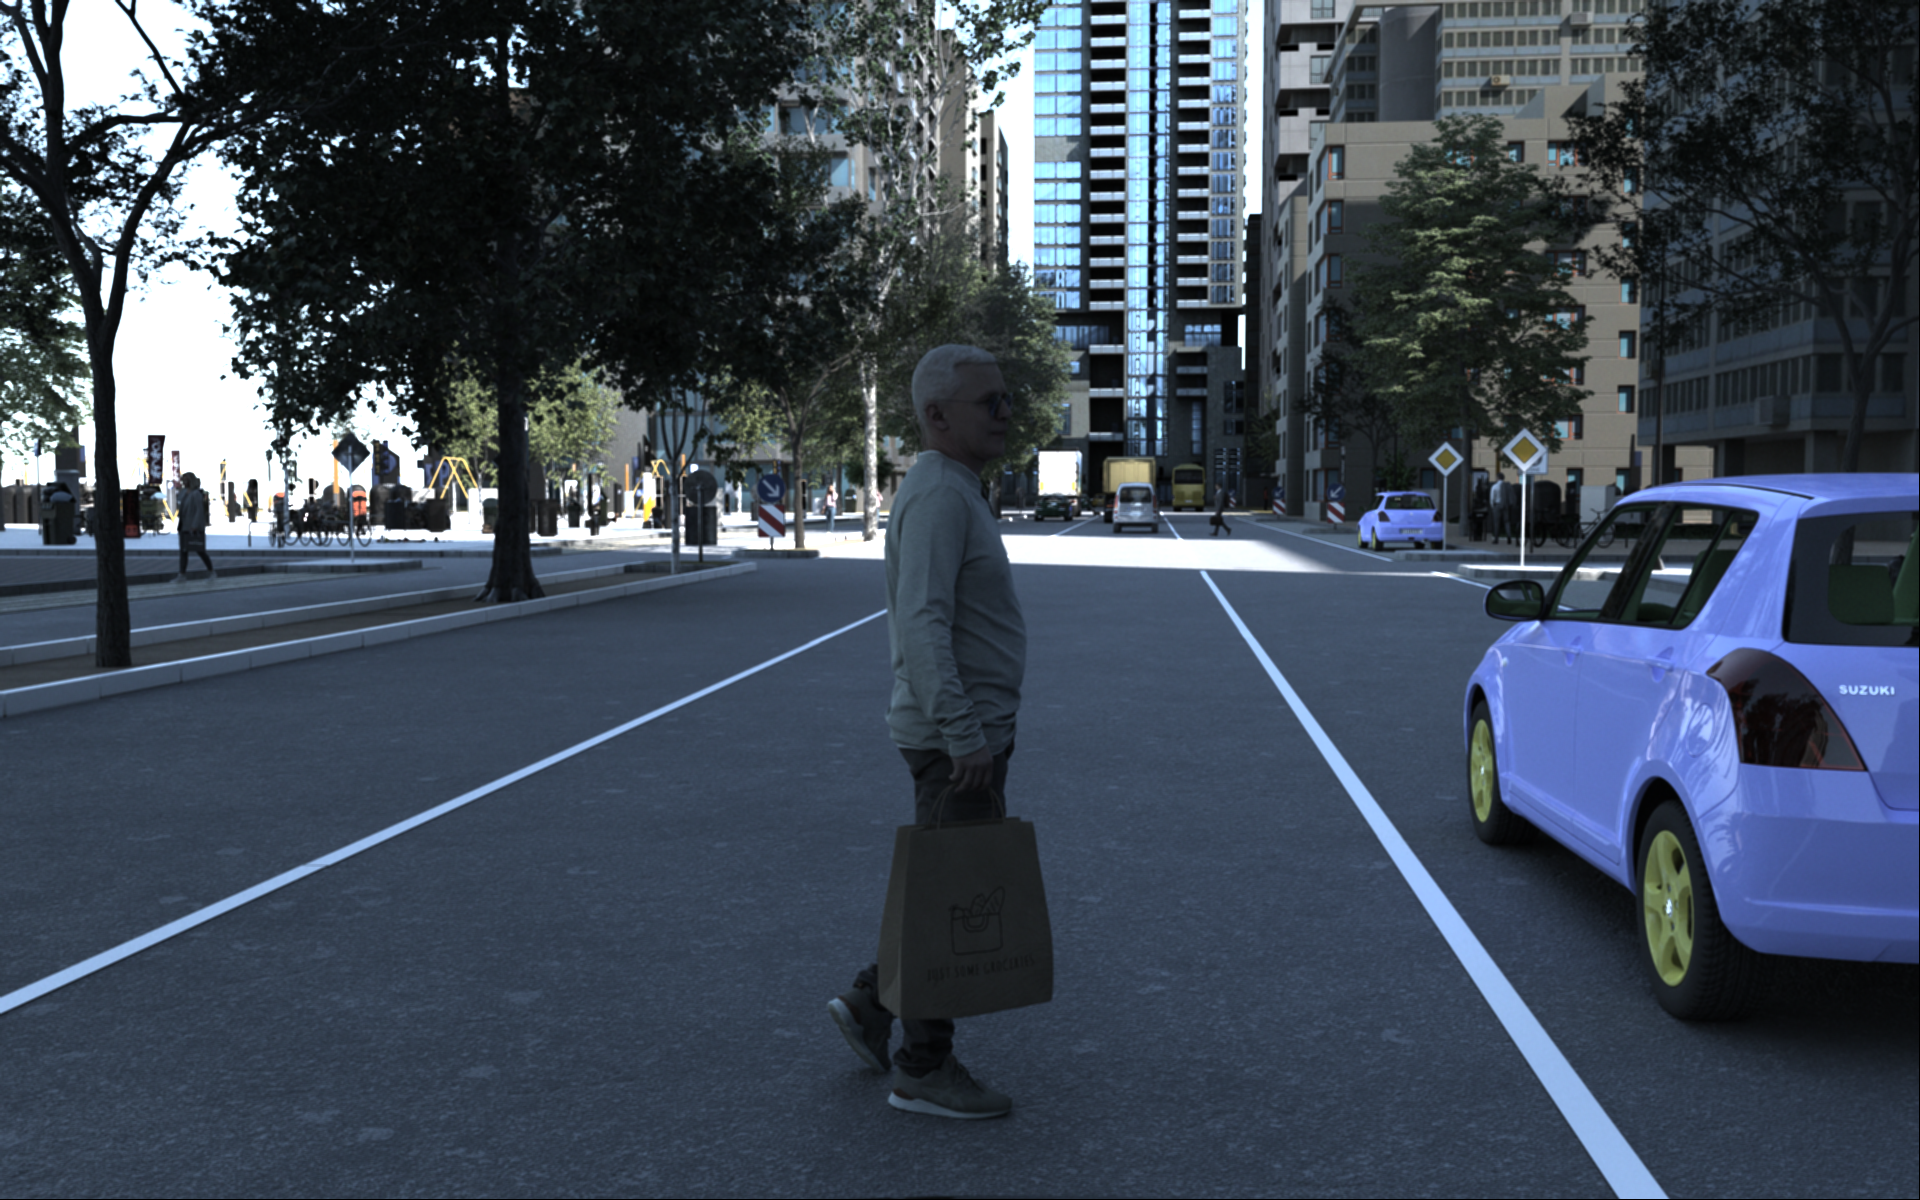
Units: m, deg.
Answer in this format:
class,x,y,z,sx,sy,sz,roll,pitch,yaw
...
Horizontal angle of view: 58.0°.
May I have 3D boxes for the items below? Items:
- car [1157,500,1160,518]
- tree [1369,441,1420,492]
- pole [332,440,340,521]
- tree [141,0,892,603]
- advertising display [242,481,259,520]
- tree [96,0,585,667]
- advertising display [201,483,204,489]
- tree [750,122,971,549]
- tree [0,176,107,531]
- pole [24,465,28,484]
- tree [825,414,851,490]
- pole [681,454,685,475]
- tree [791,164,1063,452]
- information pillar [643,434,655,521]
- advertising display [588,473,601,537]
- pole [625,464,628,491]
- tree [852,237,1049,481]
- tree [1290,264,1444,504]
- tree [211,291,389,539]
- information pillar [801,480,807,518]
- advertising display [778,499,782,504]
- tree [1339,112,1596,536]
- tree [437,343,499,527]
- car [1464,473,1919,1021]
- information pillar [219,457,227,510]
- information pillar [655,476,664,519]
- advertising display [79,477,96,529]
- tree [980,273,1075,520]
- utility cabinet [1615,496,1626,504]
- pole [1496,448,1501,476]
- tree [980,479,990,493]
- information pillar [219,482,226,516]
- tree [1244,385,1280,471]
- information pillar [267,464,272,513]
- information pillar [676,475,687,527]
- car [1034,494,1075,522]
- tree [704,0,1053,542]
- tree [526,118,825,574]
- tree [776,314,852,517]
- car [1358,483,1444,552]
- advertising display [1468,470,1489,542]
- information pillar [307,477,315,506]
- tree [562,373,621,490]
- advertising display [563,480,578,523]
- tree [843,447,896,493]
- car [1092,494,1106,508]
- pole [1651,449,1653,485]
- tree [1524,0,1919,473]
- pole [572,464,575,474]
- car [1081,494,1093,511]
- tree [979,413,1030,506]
class,x,y,z,sx,sy,sz,roll,pitch,yaw
car,11.037,-5.620,103.690,2.131,1.459,4.920,0,4,6
tree,15.915,-4.171,62.791,1.663,3.219,1.824,0,3,0
pole,-23.588,-4.382,65.487,0.158,3.312,0.155,0,3,0
tree,-5.970,-6.328,22.935,9.611,12.733,9.660,0,3,0
advertising display,-35.633,-5.001,86.982,0.974,1.923,0.123,1,4,22
tree,-6.949,-4.740,14.365,8.767,10.594,7.601,0,4,6
advertising display,-44.007,-5.782,99.755,0.123,1.923,0.974,2,4,35
tree,-3.814,-6.428,41.968,8.767,10.594,7.601,0,4,6
tree,-33.314,-8.674,59.948,7.486,12.596,7.792,0,3,0
pole,-63.348,-7.564,117.511,0.158,3.312,0.155,0,3,0
tree,-8.133,-9.819,110.902,4.737,8.622,4.395,0,3,0
pole,-14.139,-5.785,88.435,0.158,3.312,0.155,0,3,0
tree,-1.218,-9.265,64.304,12.009,13.543,11.850,0,3,0
information pillar,-12.283,-4.686,67.979,0.183,3.616,0.504,1,4,21
advertising display,-11.124,-2.905,52.711,0.123,1.923,0.974,0,4,4
pole,-22.652,-7.577,117.724,0.158,3.312,0.155,0,3,0
tree,-0.116,-9.470,75.425,7.486,12.596,7.792,0,3,0
tree,16.925,-8.267,69.577,7.601,10.594,8.767,-1,4,-14
tree,-18.964,-6.046,49.212,4.360,8.622,3.978,0,3,0
information pillar,-8.285,-5.312,91.341,0.304,2.012,0.304,-2,4,-24
advertising display,-11.057,-6.180,106.249,0.123,1.923,0.974,-1,4,-15
tree,15.015,-8.219,52.514,7.486,12.596,7.792,0,3,0
tree,-18.883,-7.160,67.421,4.737,8.622,4.395,0,3,0
car,2.872,0.223,5.945,1.945,1.707,3.694,0,4,5
information pillar,-46.359,-7.197,109.030,0.504,3.616,0.183,1,4,20
information pillar,-12.363,-4.083,71.249,0.304,2.012,0.304,0,4,5
advertising display,-32.595,-3.621,64.422,0.974,1.923,0.123,-1,4,-16
tree,2.002,-11.463,96.536,9.857,13.997,8.962,0,3,0
utility cabinet,22.592,-2.893,58.461,0.306,1.237,1.020,-2,4,-35
pole,23.635,-5.033,76.133,0.158,3.312,0.155,0,3,0
tree,2.773,-12.099,192.422,1.663,3.219,1.824,0,3,0
information pillar,-43.273,-5.943,101.654,0.304,2.012,0.304,-3,4,-36
tree,21.453,-10.157,116.435,4.737,8.622,4.395,0,3,0
information pillar,-46.190,-7.615,115.860,0.183,3.616,0.504,-3,5,-44
information pillar,-10.796,-3.841,67.298,0.304,2.012,0.304,-3,5,-43
car,4.980,-4.896,91.854,2.131,1.459,4.920,0,4,7
tree,-3.780,-11.839,51.919,12.611,20.169,13.585,0,3,0
tree,-5.041,-4.740,30.320,4.737,8.622,4.395,0,3,0
tree,-6.469,-11.017,98.254,7.486,12.596,7.792,0,3,0
car,11.186,-2.113,44.133,1.945,1.707,3.694,0,4,4
advertising display,14.033,-2.549,46.892,0.123,1.923,0.974,3,5,43
information pillar,-28.238,-4.338,75.424,0.304,2.012,0.304,-1,4,-21
tree,-22.827,-9.492,105.557,4.360,8.622,3.978,0,3,0
advertising display,-17.504,-4.442,77.834,0.123,1.923,0.974,1,4,23
tree,-5.555,-7.436,105.290,4.285,4.588,4.351,0,3,0
car,14.869,-10.557,182.822,2.015,1.641,3.980,0,4,7
pole,31.649,-5.212,79.055,0.158,3.312,0.155,0,3,0
tree,11.766,-5.393,22.595,8.767,10.594,7.601,0,4,1
pole,-25.843,-7.471,115.993,0.158,3.312,0.155,0,3,0
car,10.321,-8.365,148.567,2.131,1.459,4.920,0,4,6
tree,1.599,-8.360,89.505,4.360,8.622,3.978,0,3,0
